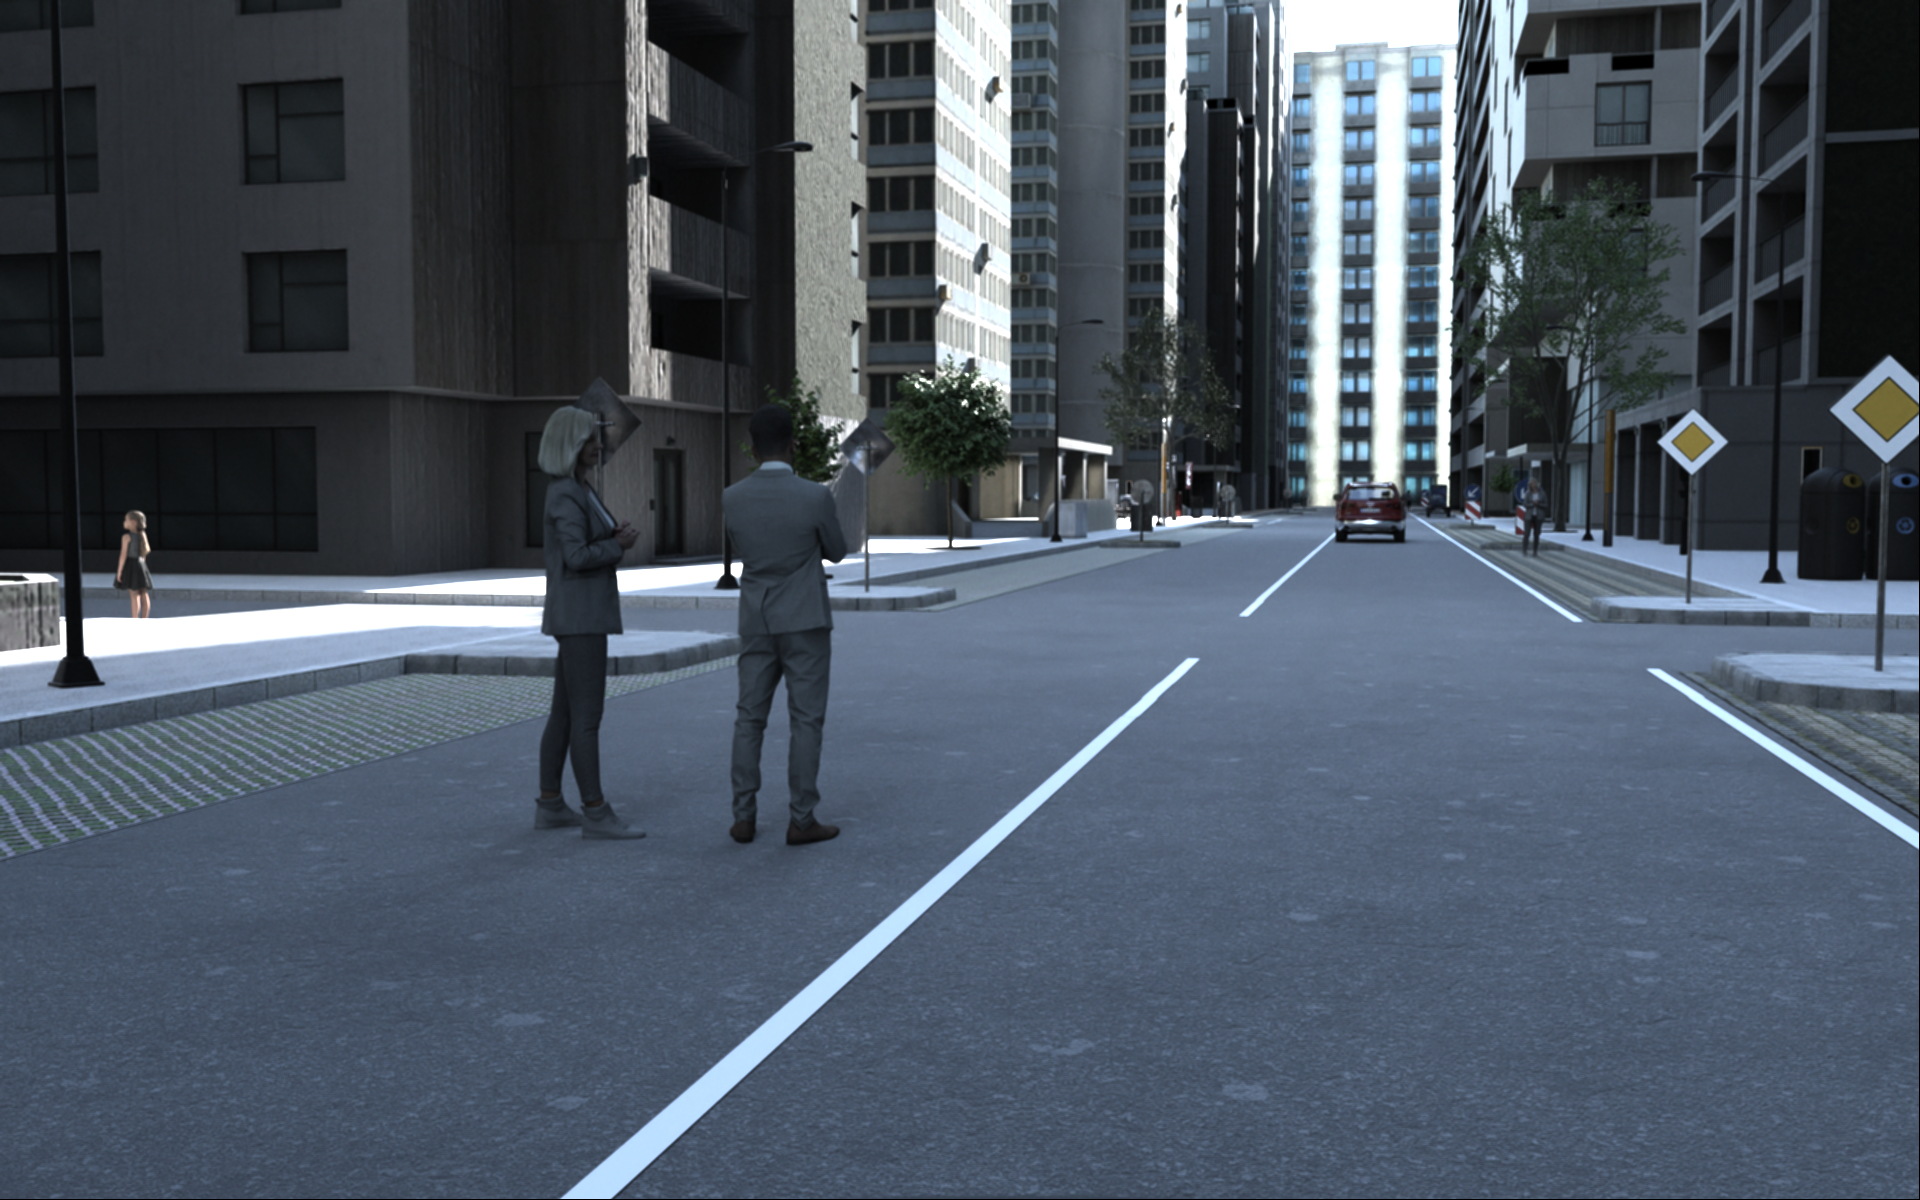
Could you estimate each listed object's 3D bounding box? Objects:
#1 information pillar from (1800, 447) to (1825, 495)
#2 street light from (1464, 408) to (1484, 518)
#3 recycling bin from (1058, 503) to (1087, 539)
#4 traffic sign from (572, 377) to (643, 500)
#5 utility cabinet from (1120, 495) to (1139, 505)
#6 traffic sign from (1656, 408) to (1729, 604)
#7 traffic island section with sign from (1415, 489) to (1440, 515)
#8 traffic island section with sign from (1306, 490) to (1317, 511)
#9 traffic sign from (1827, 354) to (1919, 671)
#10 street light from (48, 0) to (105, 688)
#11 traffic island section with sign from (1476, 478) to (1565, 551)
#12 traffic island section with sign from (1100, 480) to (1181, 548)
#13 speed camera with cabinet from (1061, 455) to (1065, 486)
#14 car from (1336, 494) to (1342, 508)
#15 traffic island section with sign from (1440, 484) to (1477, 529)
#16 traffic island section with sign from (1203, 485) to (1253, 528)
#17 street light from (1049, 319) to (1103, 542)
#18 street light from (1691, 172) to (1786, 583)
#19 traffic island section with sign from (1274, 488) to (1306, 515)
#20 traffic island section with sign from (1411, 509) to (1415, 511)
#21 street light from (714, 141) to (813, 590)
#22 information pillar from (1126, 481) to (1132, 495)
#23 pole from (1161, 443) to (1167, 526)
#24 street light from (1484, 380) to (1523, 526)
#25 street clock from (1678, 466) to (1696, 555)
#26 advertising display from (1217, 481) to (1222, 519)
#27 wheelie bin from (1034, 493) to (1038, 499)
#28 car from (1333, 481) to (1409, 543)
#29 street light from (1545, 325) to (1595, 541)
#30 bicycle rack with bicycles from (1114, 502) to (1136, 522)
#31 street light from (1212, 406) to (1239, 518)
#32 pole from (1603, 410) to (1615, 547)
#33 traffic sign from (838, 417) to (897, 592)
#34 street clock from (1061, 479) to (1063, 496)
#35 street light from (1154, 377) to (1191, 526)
[{"bbox_3d":[13.325,-1.384,27.118,0.304,2.012,0.304,2,4,31],"label":"information pillar"},{"bbox_3d":[27.732,-7.362,92.903,1.470,5.913,1.316,1,4,14],"label":"street light"},{"bbox_3d":[3.225,-2.316,50.423,0.722,1.027,0.722,2,4,34],"label":"recycling bin"},{"bbox_3d":[-3.098,-0.687,14.874,0.795,2.450,0.064,1,4,14],"label":"traffic sign"},{"bbox_3d":[9.428,-5.215,96.435,1.020,1.237,0.306,2,4,27],"label":"utility cabinet"},{"bbox_3d":[8.542,-1.016,20.257,0.795,2.450,0.064,1,4,14],"label":"traffic sign"},{"bbox_3d":[32.573,-6.764,119.223,1.989,1.847,2.006,1,4,14],"label":"traffic island section with sign"},{"bbox_3d":[29.675,-8.570,148.747,1.989,1.847,2.006,1,4,14],"label":"traffic island section with sign"},{"bbox_3d":[6.660,-0.541,12.496,0.795,2.450,0.064,1,4,14],"label":"traffic sign"},{"bbox_3d":[-5.405,-2.371,11.309,1.470,5.913,1.316,1,4,14],"label":"street light"},{"bbox_3d":[14.499,-2.208,44.727,1.989,1.847,2.006,1,4,14],"label":"traffic island section with sign"},{"bbox_3d":[4.889,-2.319,46.537,1.989,1.847,2.006,1,4,14],"label":"traffic island section with sign"},{"bbox_3d":[5.837,-5.697,87.489,2.038,3.252,0.660,1,4,18],"label":"speed camera with cabinet"},{"bbox_3d":[33.847,-8.703,151.335,2.155,1.783,4.494,1,4,14],"label":"car"},{"bbox_3d":[20.849,-3.810,70.927,1.989,1.847,2.006,1,4,14],"label":"traffic island section with sign"},{"bbox_3d":[11.367,-3.955,73.289,1.989,1.847,2.006,1,4,14],"label":"traffic island section with sign"},{"bbox_3d":[3.110,-4.505,46.201,1.470,5.913,1.316,1,4,14],"label":"street light"},{"bbox_3d":[11.230,-3.209,25.008,1.470,5.913,1.316,1,4,14],"label":"street light"},{"bbox_3d":[23.083,-6.909,121.590,1.989,1.847,2.006,1,4,14],"label":"traffic island section with sign"},{"bbox_3d":[38.987,-8.384,145.701,1.989,1.847,2.006,1,4,14],"label":"traffic island section with sign"},{"bbox_3d":[-2.617,-3.092,23.101,1.470,5.913,1.316,1,4,14],"label":"street light"},{"bbox_3d":[9.516,-5.693,97.570,0.304,2.012,0.304,0,4,4],"label":"information pillar"},{"bbox_3d":[8.229,-4.647,69.827,0.158,3.312,0.155,0,3,0],"label":"pole"},{"bbox_3d":[22.212,-5.978,70.276,1.470,5.913,1.316,1,4,14],"label":"street light"},{"bbox_3d":[15.308,-1.953,36.495,0.358,2.002,0.471,1,4,12],"label":"street clock"},{"bbox_3d":[13.293,-5.108,88.729,0.123,1.923,0.974,0,4,2],"label":"advertising display"},{"bbox_3d":[3.725,-4.149,75.749,0.980,1.594,0.693,0,4,5],"label":"wheelie bin"},{"bbox_3d":[12.539,-2.704,52.890,2.281,1.827,5.304,1,4,14],"label":"car"},{"bbox_3d":[16.761,-4.593,47.632,1.470,5.913,1.316,1,4,14],"label":"street light"},{"bbox_3d":[7.123,-4.014,79.014,2.925,0.926,2.852,-3,4,-36],"label":"bicycle rack with bicycles"},{"bbox_3d":[14.017,-7.275,91.487,1.470,5.913,1.316,1,4,14],"label":"street light"},{"bbox_3d":[15.776,-2.951,42.093,0.158,3.312,0.155,0,3,0],"label":"pole"},{"bbox_3d":[-1.216,-1.162,22.635,0.795,2.450,0.064,1,4,14],"label":"traffic sign"},{"bbox_3d":[4.646,-4.695,81.331,0.358,2.002,0.471,2,4,24],"label":"street clock"},{"bbox_3d":[8.452,-5.892,68.871,1.470,5.913,1.316,1,4,14],"label":"street light"}]
